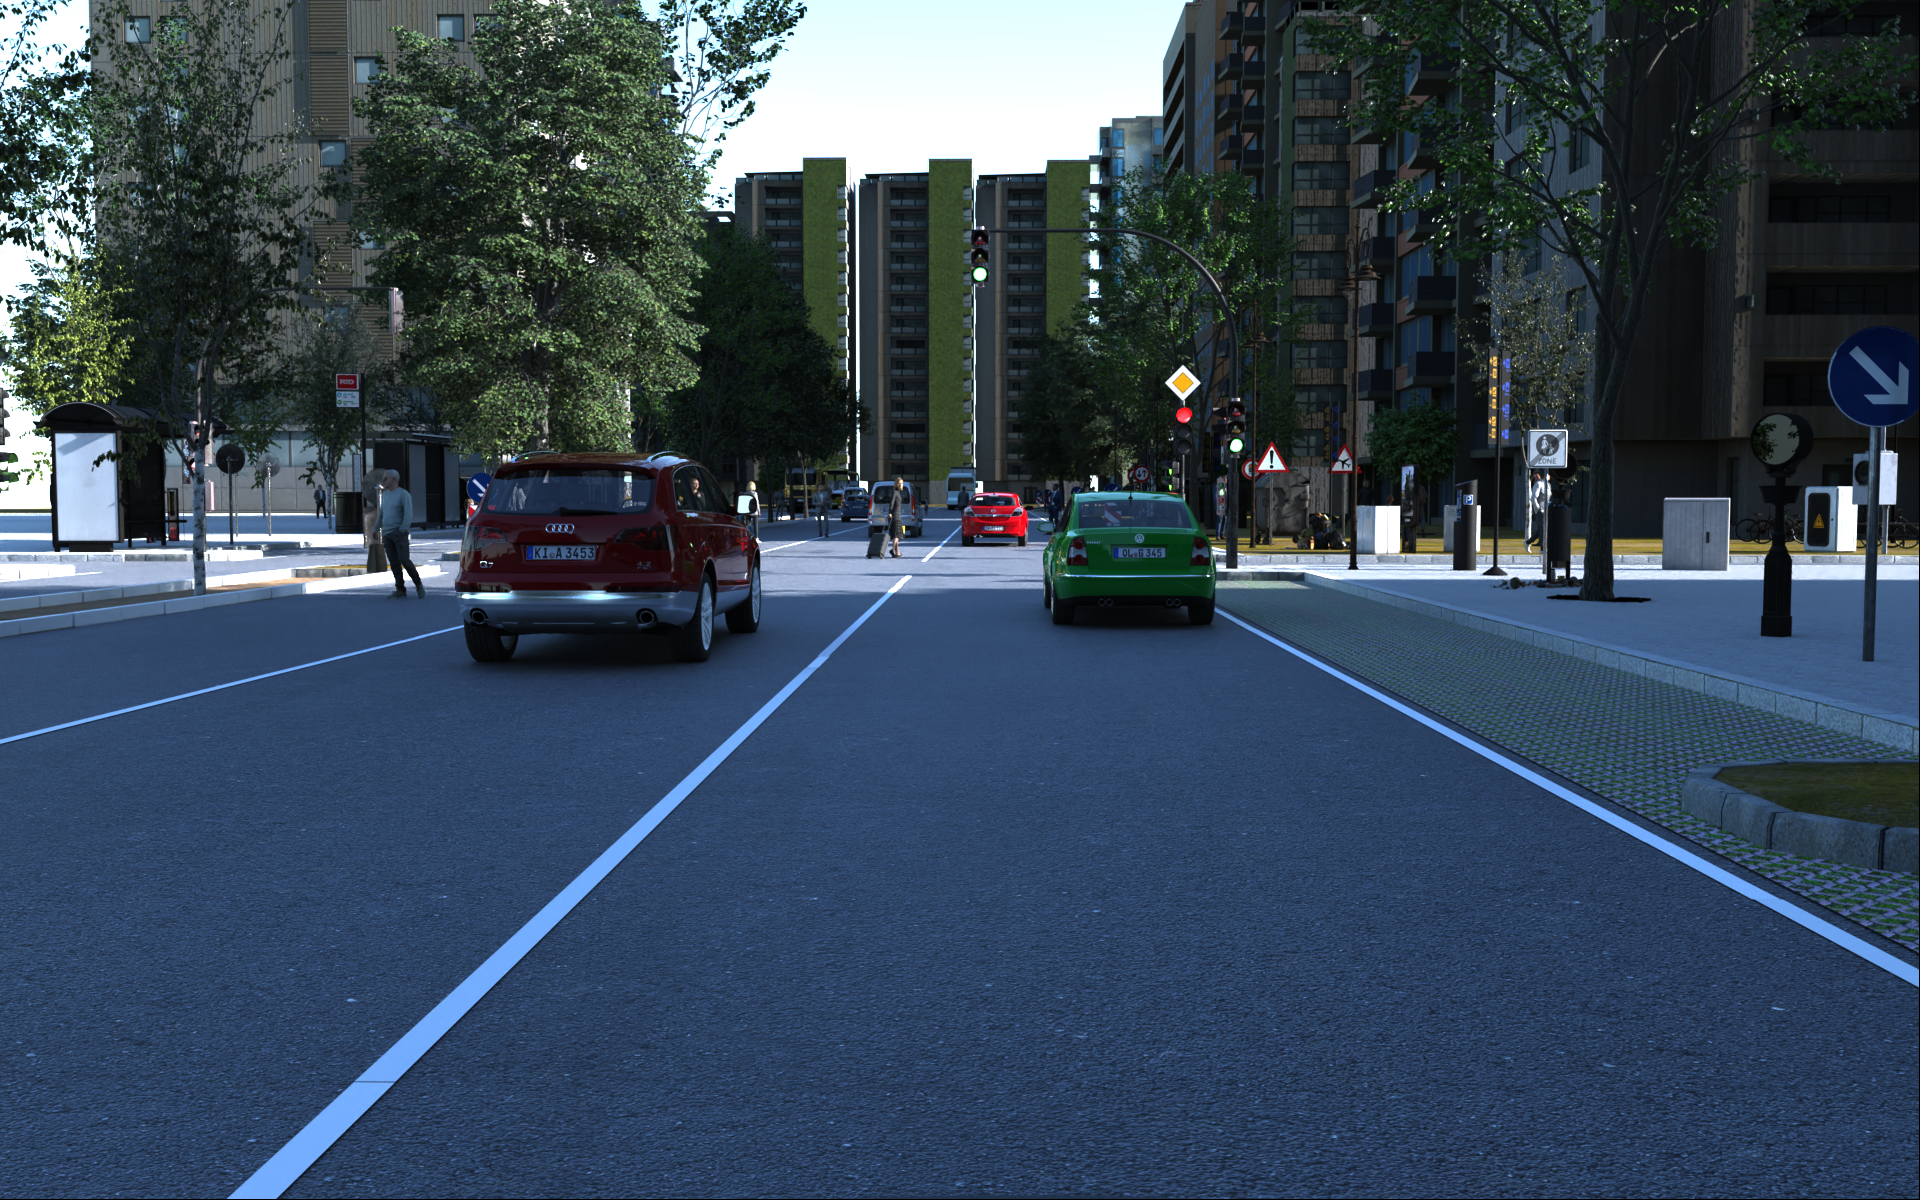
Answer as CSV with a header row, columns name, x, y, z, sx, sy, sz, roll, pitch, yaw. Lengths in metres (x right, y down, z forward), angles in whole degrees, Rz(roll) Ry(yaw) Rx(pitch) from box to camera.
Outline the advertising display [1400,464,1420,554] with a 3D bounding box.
name,x,y,z,sx,sy,sz,roll,pitch,yaw
advertising display,9.787,-1.988,37.714,0.123,1.923,0.974,0,4,-2

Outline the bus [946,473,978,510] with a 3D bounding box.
name,x,y,z,sx,sy,sz,roll,pitch,yaw
bus,0.169,-10.061,159.350,2.948,3.499,13.247,0,4,1

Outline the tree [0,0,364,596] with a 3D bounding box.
name,x,y,z,sx,sy,sz,roll,pitch,yaw
tree,-10.279,-4.316,23.385,4.360,8.622,3.978,0,3,0

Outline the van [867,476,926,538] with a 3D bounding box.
name,x,y,z,sx,sy,sz,roll,pitch,yaw
van,-2.167,-3.148,58.486,2.013,2.044,4.112,0,4,2

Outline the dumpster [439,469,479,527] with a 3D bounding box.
name,x,y,z,sx,sy,sz,roll,pitch,yaw
dumpster,-19.100,-3.889,66.075,1.502,2.255,1.985,0,4,1

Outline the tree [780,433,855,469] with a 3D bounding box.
name,x,y,z,sx,sy,sz,roll,pitch,yaw
tree,-16.040,-16.651,182.613,12.009,13.543,11.850,0,3,0

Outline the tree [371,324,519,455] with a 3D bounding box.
name,x,y,z,sx,sy,sz,roll,pitch,yaw
tree,-26.337,-9.451,88.929,8.767,10.594,7.601,-3,4,-37

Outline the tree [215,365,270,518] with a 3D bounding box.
name,x,y,z,sx,sy,sz,roll,pitch,yaw
tree,-37.900,-8.751,93.445,4.737,8.622,4.395,0,3,0

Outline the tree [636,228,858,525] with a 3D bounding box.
name,x,y,z,sx,sy,sz,roll,pitch,yaw
tree,-9.322,-9.461,74.144,9.611,12.733,9.660,0,3,0

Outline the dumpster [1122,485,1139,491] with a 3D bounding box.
name,x,y,z,sx,sy,sz,roll,pitch,yaw
dumpster,10.817,-6.389,110.219,1.264,1.857,1.865,0,4,1

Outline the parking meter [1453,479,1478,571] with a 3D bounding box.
name,x,y,z,sx,sy,sz,roll,pitch,yaw
parking meter,8.503,-1.268,29.148,0.372,1.533,0.369,0,3,0

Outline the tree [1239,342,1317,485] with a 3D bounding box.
name,x,y,z,sx,sy,sz,roll,pitch,yaw
tree,15.245,-8.117,83.068,4.737,8.622,4.395,0,3,0

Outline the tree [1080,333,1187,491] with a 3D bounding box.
name,x,y,z,sx,sy,sz,roll,pitch,yaw
tree,8.305,-7.822,78.253,4.360,8.622,3.978,0,3,0

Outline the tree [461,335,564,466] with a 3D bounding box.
name,x,y,z,sx,sy,sz,roll,pitch,yaw
tree,-18.745,-7.409,71.496,4.360,8.622,3.978,0,3,0

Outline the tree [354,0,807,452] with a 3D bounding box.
name,x,y,z,sx,sy,sz,roll,pitch,yaw
tree,-11.328,-11.890,52.754,12.611,20.169,13.585,0,3,0

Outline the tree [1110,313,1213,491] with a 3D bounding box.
name,x,y,z,sx,sy,sz,roll,pitch,yaw
tree,8.117,-7.363,70.751,4.737,8.622,4.395,0,3,0

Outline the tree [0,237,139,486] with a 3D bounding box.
name,x,y,z,sx,sy,sz,roll,pitch,yaw
tree,-25.407,-6.070,49.608,4.737,8.622,4.395,0,3,0

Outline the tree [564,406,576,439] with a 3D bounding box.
name,x,y,z,sx,sy,sz,roll,pitch,yaw
tree,-18.924,-7.750,77.071,4.360,8.622,3.978,0,3,0

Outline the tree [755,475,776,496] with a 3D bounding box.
name,x,y,z,sx,sy,sz,roll,pitch,yaw
tree,-17.392,-9.895,156.385,1.663,3.219,1.824,0,3,0

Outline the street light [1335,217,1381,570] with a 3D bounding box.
name,x,y,z,sx,sy,sz,roll,pitch,yaw
street light,6.685,-3.454,29.267,0.468,5.910,1.993,0,4,1

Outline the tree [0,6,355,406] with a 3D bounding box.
name,x,y,z,sx,sy,sz,roll,pitch,yaw
tree,-32.481,-12.908,66.931,12.611,20.169,13.585,0,3,0

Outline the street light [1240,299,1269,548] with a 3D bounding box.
name,x,y,z,sx,sy,sz,roll,pitch,yaw
street light,6.973,-4.178,41.098,0.468,5.910,1.993,0,4,1

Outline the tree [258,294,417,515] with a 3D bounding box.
name,x,y,z,sx,sy,sz,roll,pitch,yaw
tree,-38.405,-11.988,106.365,12.009,13.543,11.850,0,3,0

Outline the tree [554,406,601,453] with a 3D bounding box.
name,x,y,z,sx,sy,sz,roll,pitch,yaw
tree,-24.211,-9.776,110.207,4.737,8.622,4.395,0,3,0

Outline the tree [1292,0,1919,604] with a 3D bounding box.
name,x,y,z,sx,sy,sz,roll,pitch,yaw
tree,7.860,-5.795,20.505,9.928,11.665,9.643,0,3,0

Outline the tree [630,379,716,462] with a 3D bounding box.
name,x,y,z,sx,sy,sz,roll,pitch,yaw
tree,-17.577,-10.662,108.741,8.767,10.594,7.601,0,4,2

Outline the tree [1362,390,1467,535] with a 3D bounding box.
name,x,y,z,sx,sy,sz,roll,pitch,yaw
tree,14.336,-4.335,54.585,4.285,4.588,4.351,0,3,0

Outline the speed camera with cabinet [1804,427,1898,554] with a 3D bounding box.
name,x,y,z,sx,sy,sz,roll,pitch,yaw
speed camera with cabinet,19.389,-2.654,37.737,0.660,3.252,2.038,-1,4,-16

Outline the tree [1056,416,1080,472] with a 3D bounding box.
name,x,y,z,sx,sy,sz,roll,pitch,yaw
tree,8.751,-10.358,119.713,4.360,8.622,3.978,0,3,0

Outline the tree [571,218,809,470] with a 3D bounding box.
name,x,y,z,sx,sy,sz,roll,pitch,yaw
tree,-9.440,-8.325,64.326,9.928,11.665,9.643,0,3,0

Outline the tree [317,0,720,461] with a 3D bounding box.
name,x,y,z,sx,sy,sz,roll,pitch,yaw
tree,-10.233,-8.104,41.606,9.857,13.997,8.962,0,3,0

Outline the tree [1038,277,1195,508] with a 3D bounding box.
name,x,y,z,sx,sy,sz,roll,pitch,yaw
tree,9.278,-11.949,102.014,9.857,13.997,8.962,0,3,0

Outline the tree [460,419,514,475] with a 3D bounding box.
name,x,y,z,sx,sy,sz,roll,pitch,yaw
tree,-27.512,-9.224,101.175,4.737,8.622,4.395,0,3,0

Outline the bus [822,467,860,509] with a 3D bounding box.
name,x,y,z,sx,sy,sz,roll,pitch,yaw
bus,-11.310,-10.537,163.826,2.896,3.916,12.252,0,4,2

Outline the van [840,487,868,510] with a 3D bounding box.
name,x,y,z,sx,sy,sz,roll,pitch,yaw
van,-6.343,-6.044,105.838,2.013,2.044,4.112,0,4,1

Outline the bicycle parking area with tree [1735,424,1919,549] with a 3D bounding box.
name,x,y,z,sx,sy,sz,roll,pitch,yaw
bicycle parking area with tree,24.076,-3.390,42.431,9.016,4.147,8.231,1,4,22

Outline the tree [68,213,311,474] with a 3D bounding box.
name,x,y,z,sx,sy,sz,roll,pitch,yaw
tree,-25.397,-7.491,56.889,8.767,10.594,7.601,0,4,7

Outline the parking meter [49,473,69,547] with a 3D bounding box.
name,x,y,z,sx,sy,sz,roll,pitch,yaw
parking meter,-21.642,-2.199,41.667,0.399,1.863,0.255,0,4,-1

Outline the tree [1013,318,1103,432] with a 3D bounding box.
name,x,y,z,sx,sy,sz,roll,pitch,yaw
tree,11.749,-20.052,183.743,12.611,20.169,13.585,0,3,0

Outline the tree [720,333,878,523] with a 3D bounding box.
name,x,y,z,sx,sy,sz,roll,pitch,yaw
tree,-8.813,-9.954,99.617,8.767,10.594,7.601,0,4,1

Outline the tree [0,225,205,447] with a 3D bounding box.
name,x,y,z,sx,sy,sz,roll,pitch,yaw
tree,-40.853,-10.774,82.804,9.857,13.997,8.962,0,3,0

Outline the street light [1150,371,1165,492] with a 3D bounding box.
name,x,y,z,sx,sy,sz,roll,pitch,yaw
street light,7.395,-5.644,65.065,0.468,5.910,1.993,0,4,1

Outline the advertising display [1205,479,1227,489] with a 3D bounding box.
name,x,y,z,sx,sy,sz,roll,pitch,yaw
advertising display,10.967,-4.203,73.937,0.974,1.923,0.123,0,4,0

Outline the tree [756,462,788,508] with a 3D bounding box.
name,x,y,z,sx,sy,sz,roll,pitch,yaw
tree,-17.328,-11.119,165.504,4.285,4.588,4.351,0,3,0

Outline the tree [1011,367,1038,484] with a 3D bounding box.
name,x,y,z,sx,sy,sz,roll,pitch,yaw
tree,9.293,-15.432,158.963,9.857,13.997,8.962,0,3,0

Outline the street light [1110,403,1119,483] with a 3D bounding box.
name,x,y,z,sx,sy,sz,roll,pitch,yaw
street light,7.941,-7.081,88.562,0.468,5.910,1.993,0,4,1

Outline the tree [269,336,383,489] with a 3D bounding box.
name,x,y,z,sx,sy,sz,roll,pitch,yaw
tree,-29.170,-7.958,80.472,4.737,8.622,4.395,0,3,0

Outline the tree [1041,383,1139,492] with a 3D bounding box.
name,x,y,z,sx,sy,sz,roll,pitch,yaw
tree,9.436,-11.906,129.072,7.601,10.594,8.767,2,4,35

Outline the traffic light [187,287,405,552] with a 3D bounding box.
name,x,y,z,sx,sy,sz,roll,pitch,yaw
traffic light,-14.645,-3.882,38.138,4.771,5.953,1.251,0,4,1

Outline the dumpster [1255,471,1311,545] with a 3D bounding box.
name,x,y,z,sx,sy,sz,roll,pitch,yaw
dumpster,8.222,-2.351,44.198,1.264,1.857,1.865,0,4,1

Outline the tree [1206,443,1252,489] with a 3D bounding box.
name,x,y,z,sx,sy,sz,roll,pitch,yaw
tree,16.299,-7.373,104.261,4.285,4.588,4.351,0,3,0

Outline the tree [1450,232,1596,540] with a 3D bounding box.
name,x,y,z,sx,sy,sz,roll,pitch,yaw
tree,15.130,-5.844,45.912,4.360,8.622,3.978,0,3,0
